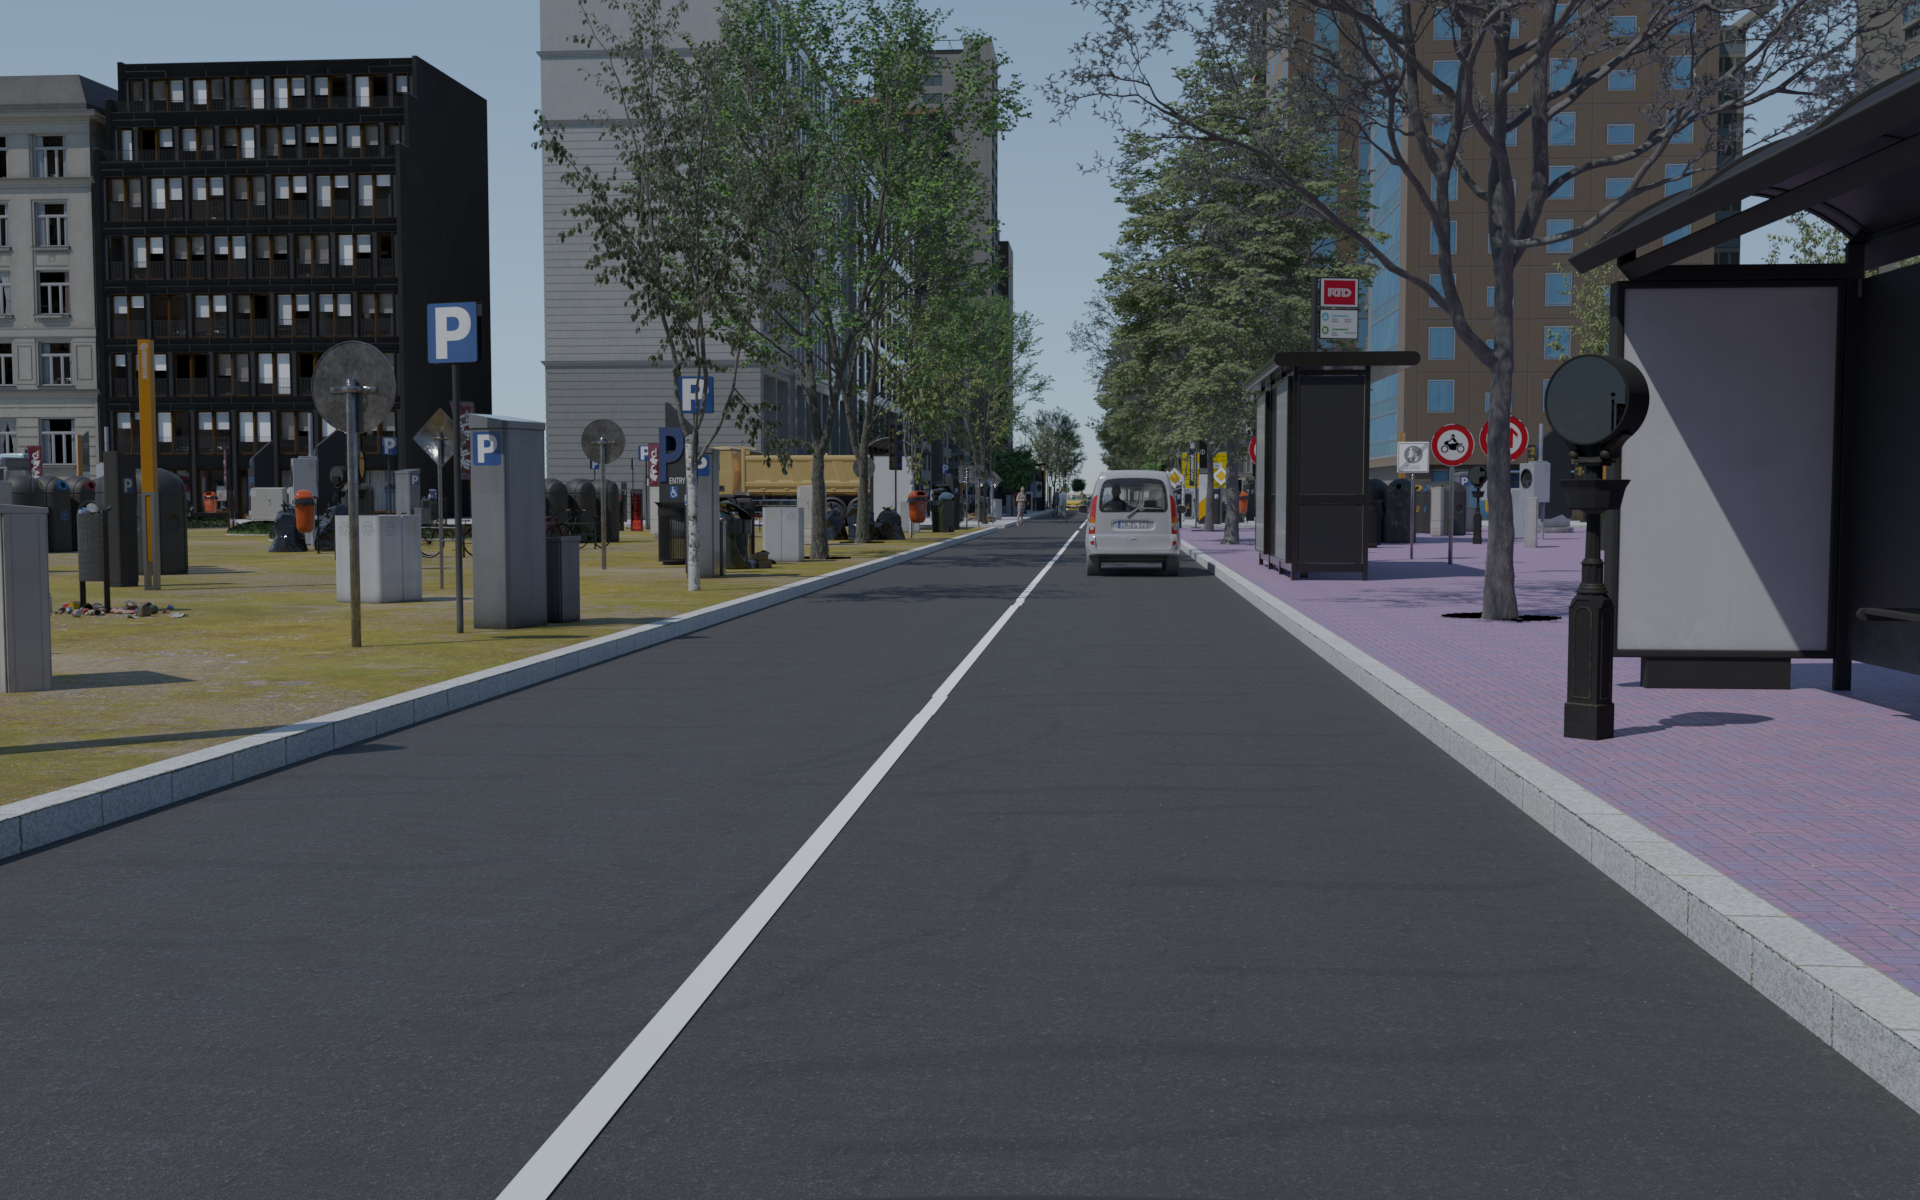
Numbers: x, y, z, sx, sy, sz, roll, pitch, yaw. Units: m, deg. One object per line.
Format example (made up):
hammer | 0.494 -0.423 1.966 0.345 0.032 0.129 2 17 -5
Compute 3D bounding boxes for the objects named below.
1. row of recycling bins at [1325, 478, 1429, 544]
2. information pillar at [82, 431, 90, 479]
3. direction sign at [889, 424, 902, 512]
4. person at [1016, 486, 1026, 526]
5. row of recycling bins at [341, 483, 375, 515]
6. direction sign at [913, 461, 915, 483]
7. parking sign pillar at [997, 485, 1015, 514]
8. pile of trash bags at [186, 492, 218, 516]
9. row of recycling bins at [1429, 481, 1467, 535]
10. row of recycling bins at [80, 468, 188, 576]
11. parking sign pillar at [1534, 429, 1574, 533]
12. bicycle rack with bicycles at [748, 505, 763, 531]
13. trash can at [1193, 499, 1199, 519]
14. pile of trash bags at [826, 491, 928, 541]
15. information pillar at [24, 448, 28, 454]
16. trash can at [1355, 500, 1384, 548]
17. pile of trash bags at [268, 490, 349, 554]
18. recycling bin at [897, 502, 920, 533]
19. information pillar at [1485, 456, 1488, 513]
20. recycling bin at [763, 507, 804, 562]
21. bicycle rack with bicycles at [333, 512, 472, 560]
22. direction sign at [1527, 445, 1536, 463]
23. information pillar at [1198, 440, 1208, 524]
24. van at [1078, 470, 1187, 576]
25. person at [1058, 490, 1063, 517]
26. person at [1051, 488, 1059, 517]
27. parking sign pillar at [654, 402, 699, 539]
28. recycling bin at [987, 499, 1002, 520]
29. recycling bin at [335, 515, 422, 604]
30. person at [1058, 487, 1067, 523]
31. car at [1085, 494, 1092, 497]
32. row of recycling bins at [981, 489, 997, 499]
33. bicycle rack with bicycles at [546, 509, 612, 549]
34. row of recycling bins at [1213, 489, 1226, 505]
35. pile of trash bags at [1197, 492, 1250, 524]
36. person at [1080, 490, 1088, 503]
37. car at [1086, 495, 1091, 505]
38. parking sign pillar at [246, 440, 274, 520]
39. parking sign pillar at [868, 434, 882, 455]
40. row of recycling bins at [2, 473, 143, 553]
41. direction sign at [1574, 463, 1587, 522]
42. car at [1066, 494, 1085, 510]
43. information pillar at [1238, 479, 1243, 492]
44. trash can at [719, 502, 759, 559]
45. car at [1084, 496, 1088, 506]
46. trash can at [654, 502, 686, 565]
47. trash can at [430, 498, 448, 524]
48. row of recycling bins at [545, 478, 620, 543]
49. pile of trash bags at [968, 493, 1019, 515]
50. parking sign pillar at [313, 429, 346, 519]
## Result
row of recycling bins | 10.587 -2.391 46.208 1.069 1.692 3.534 -3 5 -44
information pillar | -32.324 -4.438 63.923 0.183 3.616 0.504 2 4 29
direction sign | -2.105 -3.958 56.715 0.379 3.537 0.876 2 4 25
person | 2.779 -4.233 78.045 0.599 1.781 0.374 -2 4 -33
row of recycling bins | -22.329 -3.503 64.383 1.069 1.692 3.534 -1 4 -13
direction sign | -3.333 -7.707 118.004 0.379 3.537 0.876 2 4 32
parking sign pillar | 3.119 -7.698 114.335 1.447 3.967 1.447 2 4 32
pile of trash bags | -35.118 -4.181 78.119 3.447 1.369 1.912 0 4 5
row of recycling bins | 15.406 -2.970 55.673 1.069 1.692 3.534 0 4 -2
row of recycling bins | -13.627 -1.319 28.686 1.069 1.692 3.534 -2 4 -35
parking sign pillar | 19.673 -4.224 57.529 1.447 3.967 1.447 -2 4 -26
bicycle rack with bicycles | -7.711 -2.763 58.561 2.852 0.926 2.925 -1 4 -10
trash can | 14.017 -5.459 100.908 0.748 1.137 0.748 0 3 0
pile of trash bags | -2.268 -2.388 48.793 3.447 1.369 1.912 -3 5 -43
information pillar | -47.603 -5.954 88.703 0.504 3.616 0.183 -3 5 -44
trash can | 9.725 -1.813 41.298 0.748 1.137 0.748 0 3 0
pile of trash bags | -14.443 -1.759 38.518 1.912 1.369 3.447 -1 4 -17
recycling bin | -1.727 -2.763 57.732 0.722 1.027 0.722 -1 4 -9
information pillar | 23.144 -5.142 75.422 0.504 3.616 0.183 -1 4 -17
recycling bin | -3.353 -1.247 32.942 0.722 1.027 0.722 0 4 0
bicycle rack with bicycles | -11.172 -1.284 34.377 2.925 0.926 2.852 1 4 14
direction sign | 26.446 -5.345 79.389 0.876 3.537 0.379 1 4 19
information pillar | 10.333 -5.007 73.218 0.504 3.616 0.183 1 4 14
van | 3.157 -1.511 31.717 2.013 2.044 4.112 0 4 5
person | 6.359 -6.085 108.998 0.512 1.701 0.522 3 5 41
person | 6.178 -6.243 110.689 0.709 1.813 0.853 1 4 15
parking sign pillar | -8.189 -3.789 50.417 1.447 3.967 1.447 3 5 39
recycling bin | 1.628 -4.542 86.813 0.722 1.027 0.722 2 4 30
recycling bin | -6.929 -0.496 20.661 0.722 1.027 0.722 2 4 25
person | 5.162 -4.750 86.395 0.478 1.798 0.641 -1 4 -19
car | 16.402 -12.895 221.061 2.015 1.641 3.980 0 4 4
row of recycling bins | 2.270 -7.546 130.491 1.069 1.692 3.534 -1 4 -18
bicycle rack with bicycles | -9.497 -1.650 40.359 2.925 0.926 2.852 -3 4 -36
row of recycling bins | 20.417 -7.889 136.101 3.534 1.692 1.069 1 4 13
pile of trash bags | 11.871 -4.098 76.756 1.912 1.369 3.447 -1 4 -18
person | 11.572 -9.547 164.693 1.348 1.812 0.705 2 4 33
car | 14.250 -11.305 197.423 1.945 1.354 3.894 0 4 3
parking sign pillar | -34.682 -5.962 85.950 1.447 3.967 1.447 1 4 23
parking sign pillar | -4.089 -5.458 77.706 1.447 3.967 1.447 1 4 16
row of recycling bins | -19.944 -1.925 38.583 1.069 1.692 3.534 1 4 12
direction sign | 28.201 -5.274 78.223 0.876 3.537 0.379 1 4 16
car | 9.121 -7.931 139.891 2.015 1.641 3.980 0 4 3
information pillar | 13.494 -4.858 83.918 0.304 2.012 0.304 -1 4 -13
trash can | -4.017 -1.205 31.356 0.748 1.137 0.748 0 3 0
car | 12.333 -10.429 179.313 1.959 1.807 4.718 0 4 7
trash can | -5.173 -1.210 31.436 0.748 1.137 0.748 0 3 0
trash can | -20.025 -3.357 66.544 0.748 1.137 0.748 0 3 0
row of recycling bins | -10.303 -2.329 45.187 1.069 1.692 3.534 3 4 36
pile of trash bags | 2.173 -5.861 105.587 3.447 1.369 1.912 0 4 5
parking sign pillar | -24.333 -4.785 66.709 1.447 3.967 1.447 2 4 30
